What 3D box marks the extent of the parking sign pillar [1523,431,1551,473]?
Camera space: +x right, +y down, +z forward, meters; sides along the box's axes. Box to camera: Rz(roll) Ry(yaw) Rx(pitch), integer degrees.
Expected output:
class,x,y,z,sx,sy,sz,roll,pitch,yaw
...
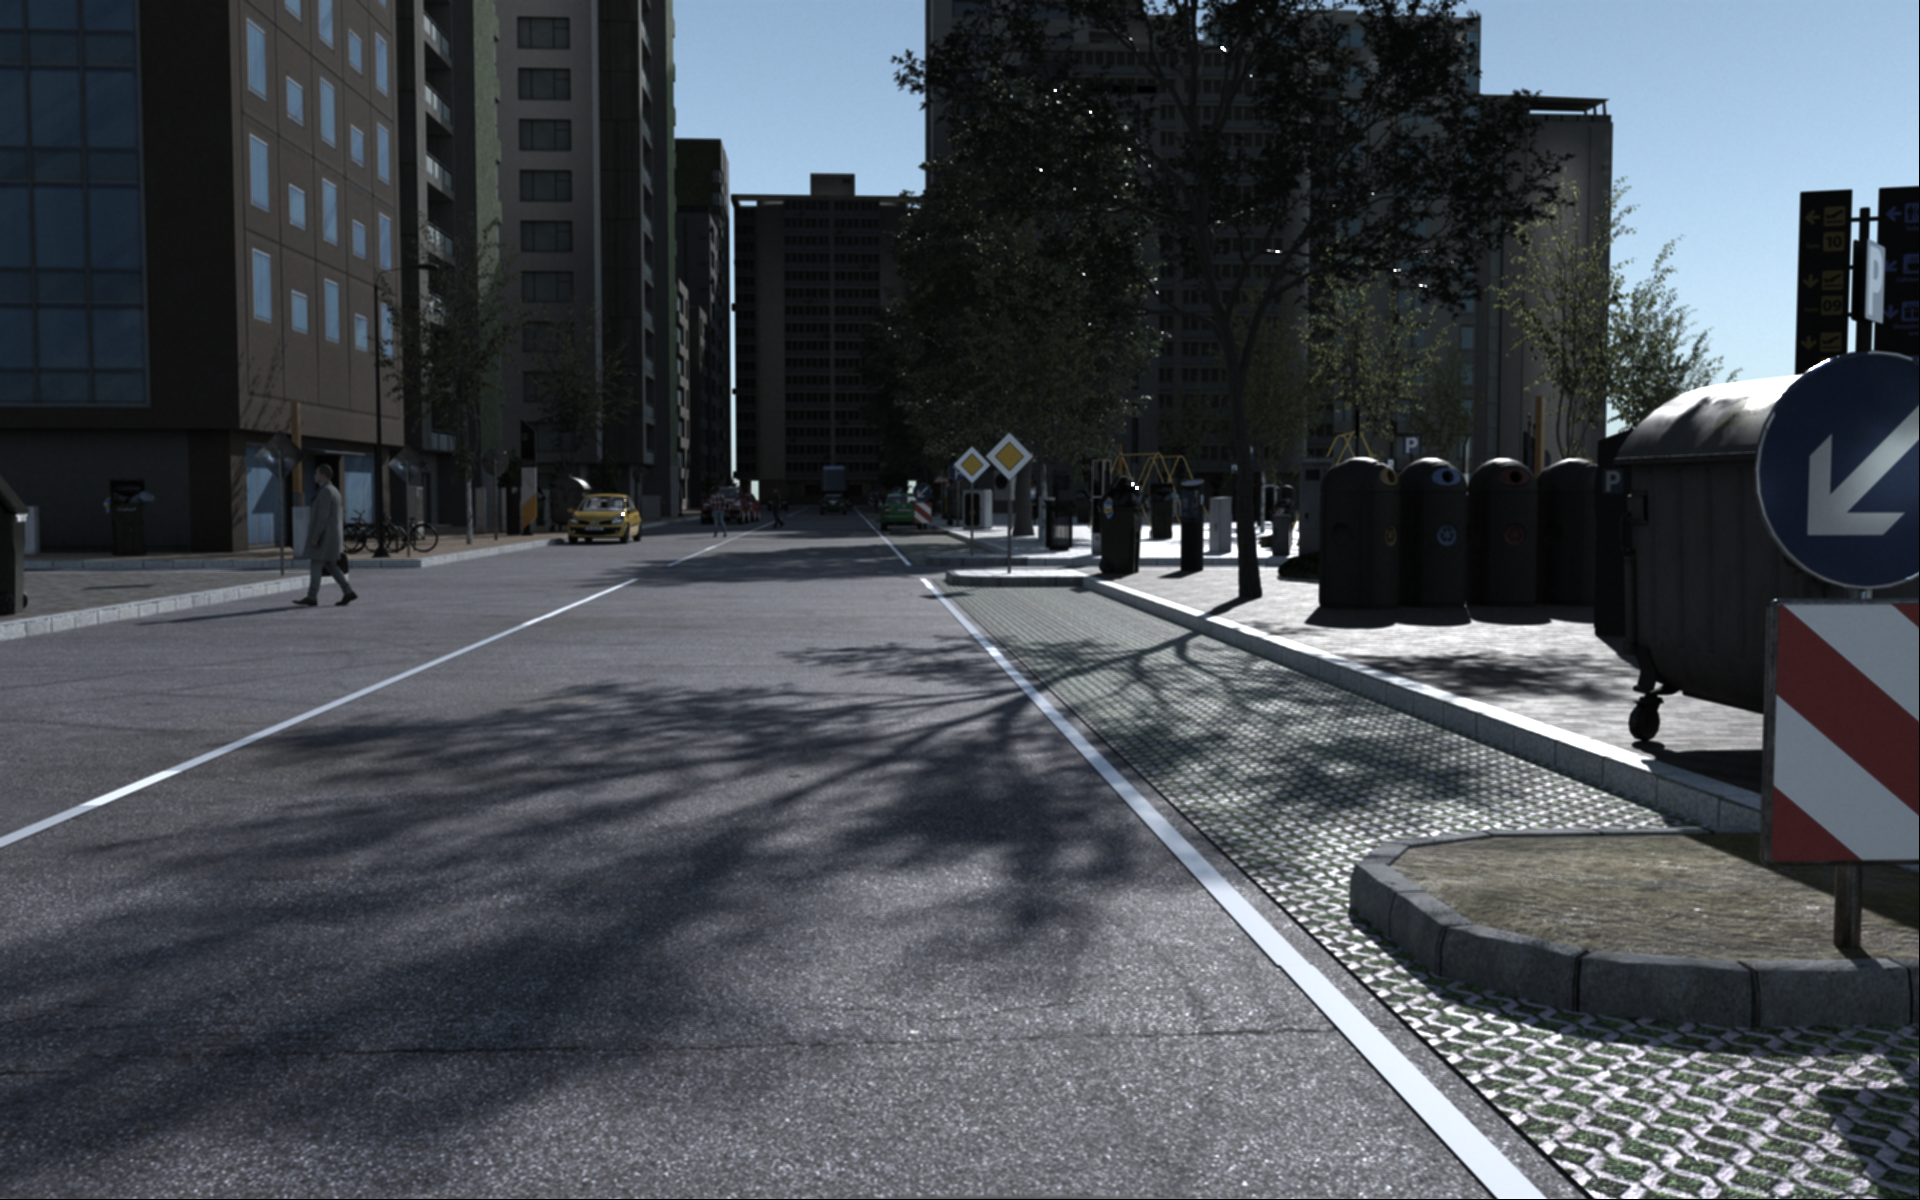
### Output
class,x,y,z,sx,sy,sz,roll,pitch,yaw
parking sign pillar,24.876,-5.268,74.601,1.447,3.967,1.447,-2,4,-24

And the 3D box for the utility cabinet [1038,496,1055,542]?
class,x,y,z,sx,sy,sz,roll,pitch,yaw
utility cabinet,2.330,-2.151,46.323,0.306,1.237,1.020,1,4,13

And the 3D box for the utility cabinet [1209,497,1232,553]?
class,x,y,z,sx,sy,sz,roll,pitch,yaw
utility cabinet,5.770,-1.668,38.430,0.306,1.237,1.020,0,4,-4

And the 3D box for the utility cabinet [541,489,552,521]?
class,x,y,z,sx,sy,sz,roll,pitch,yaw
utility cabinet,-19.346,-4.399,80.604,1.173,1.500,0.318,-1,4,-16

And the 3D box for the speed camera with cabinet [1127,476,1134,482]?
class,x,y,z,sx,sy,sz,roll,pitch,yaw
speed camera with cabinet,7.970,-5.788,88.965,2.038,3.252,0.660,-2,4,-33

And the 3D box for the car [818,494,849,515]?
class,x,y,z,sx,sy,sz,roll,pitch,yaw
car,-8.757,-6.619,120.024,2.131,1.459,4.920,0,4,-3

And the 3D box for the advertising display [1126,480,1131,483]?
class,x,y,z,sx,sy,sz,roll,pitch,yaw
advertising display,7.625,-4.538,79.402,0.123,1.923,0.974,-1,4,-18

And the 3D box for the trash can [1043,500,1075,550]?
class,x,y,z,sx,sy,sz,roll,pitch,yaw
trash can,2.268,-1.713,39.655,0.748,1.137,0.748,0,3,0

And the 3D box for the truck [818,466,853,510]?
class,x,y,z,sx,sy,sz,roll,pitch,yaw
truck,-11.348,-10.309,158.309,2.967,4.110,18.799,0,4,-6

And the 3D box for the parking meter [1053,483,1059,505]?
class,x,y,z,sx,sy,sz,roll,pitch,yaw
parking meter,5.148,-5.353,93.239,0.255,1.863,0.399,-1,4,-8

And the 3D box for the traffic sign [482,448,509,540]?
class,x,y,z,sx,sy,sz,roll,pitch,yaw
traffic sign,-12.920,-2.939,48.158,0.768,2.556,0.104,0,4,1

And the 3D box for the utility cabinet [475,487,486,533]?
class,x,y,z,sx,sy,sz,roll,pitch,yaw
utility cabinet,-15.665,-2.929,56.571,0.318,1.500,1.173,-1,4,-13

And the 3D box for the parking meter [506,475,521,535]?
class,x,y,z,sx,sy,sz,roll,pitch,yaw
parking meter,-13.991,-2.970,54.275,0.399,1.863,0.255,-3,4,-37

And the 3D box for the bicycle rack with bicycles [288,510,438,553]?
class,x,y,z,sx,sy,sz,roll,pitch,yaw
bicycle rack with bicycles,-13.029,-1.525,38.311,2.925,0.926,2.852,0,4,-4

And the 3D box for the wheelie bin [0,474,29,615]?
class,x,y,z,sx,sy,sz,roll,pitch,yaw
wheelie bin,-10.381,-0.647,18.489,0.693,1.594,0.980,-1,4,-17

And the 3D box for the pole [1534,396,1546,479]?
class,x,y,z,sx,sy,sz,roll,pitch,yaw
pole,12.118,-2.592,36.223,0.158,3.312,0.155,0,3,0

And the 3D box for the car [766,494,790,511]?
class,x,y,z,sx,sy,sz,roll,pitch,yaw
car,-15.581,-8.457,148.050,2.009,1.686,4.222,0,4,-6

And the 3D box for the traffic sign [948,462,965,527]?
class,x,y,z,sx,sy,sz,roll,pitch,yaw
traffic sign,-0.082,-4.146,67.895,0.768,2.556,0.104,0,4,5

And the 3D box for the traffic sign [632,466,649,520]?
class,x,y,z,sx,sy,sz,roll,pitch,yaw
traffic sign,-14.612,-4.843,79.282,0.768,2.556,0.104,0,4,-1

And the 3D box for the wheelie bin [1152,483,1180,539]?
class,x,y,z,sx,sy,sz,roll,pitch,yaw
wheelie bin,5.834,-2.566,49.869,0.980,1.594,0.693,0,4,3

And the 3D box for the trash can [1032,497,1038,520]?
class,x,y,z,sx,sy,sz,roll,pitch,yaw
trash can,3.645,-4.634,87.422,0.748,1.137,0.748,0,3,0

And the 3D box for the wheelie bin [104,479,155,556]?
class,x,y,z,sx,sy,sz,roll,pitch,yaw
wheelie bin,-17.338,-1.728,36.164,0.980,1.594,0.693,-2,4,-23

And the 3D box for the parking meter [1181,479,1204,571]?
class,x,y,z,sx,sy,sz,roll,pitch,yaw
parking meter,3.901,-1.265,29.089,0.372,1.533,0.369,0,3,0

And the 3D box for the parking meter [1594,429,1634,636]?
class,x,y,z,sx,sy,sz,roll,pitch,yaw
parking meter,5.998,-0.614,15.754,0.255,1.863,0.399,-2,4,-31

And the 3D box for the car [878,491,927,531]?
class,x,y,z,sx,sy,sz,roll,pitch,yaw
car,-2.256,-3.646,68.405,1.959,1.807,4.718,0,4,-3

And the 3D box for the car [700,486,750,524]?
class,x,y,z,sx,sy,sz,roll,pitch,yaw
car,-11.307,-4.582,83.596,2.281,1.827,5.304,0,4,-2

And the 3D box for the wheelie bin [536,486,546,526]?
class,x,y,z,sx,sy,sz,roll,pitch,yaw
wheelie bin,-17.276,-3.822,70.392,0.980,1.594,0.693,2,4,34

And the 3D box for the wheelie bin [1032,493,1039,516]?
class,x,y,z,sx,sy,sz,roll,pitch,yaw
wheelie bin,4.278,-5.669,100.598,0.693,1.594,0.980,0,4,-4

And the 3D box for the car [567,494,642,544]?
class,x,y,z,sx,sy,sz,roll,pitch,yaw
car,-10.495,-2.508,51.235,2.015,1.641,3.980,0,4,-2

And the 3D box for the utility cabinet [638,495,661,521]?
class,x,y,z,sx,sy,sz,roll,pitch,yaw
utility cabinet,-14.975,-4.429,83.574,1.020,1.237,0.306,0,4,-3

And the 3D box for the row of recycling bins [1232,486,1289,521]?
class,x,y,z,sx,sy,sz,roll,pitch,yaw
row of recycling bins,14.701,-4.670,83.471,3.534,1.692,1.069,-2,4,-29

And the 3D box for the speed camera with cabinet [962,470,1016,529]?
class,x,y,z,sx,sy,sz,roll,pitch,yaw
speed camera with cabinet,1.071,-4.208,63.141,2.038,3.252,0.660,2,4,34

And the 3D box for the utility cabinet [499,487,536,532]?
class,x,y,z,sx,sy,sz,roll,pitch,yaw
utility cabinet,-14.950,-3.049,58.537,1.173,1.500,0.318,-2,4,-30

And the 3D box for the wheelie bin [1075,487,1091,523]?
class,x,y,z,sx,sy,sz,roll,pitch,yaw
wheelie bin,5.464,-4.198,76.549,0.693,1.594,0.980,1,4,11

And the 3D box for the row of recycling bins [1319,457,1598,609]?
class,x,y,z,sx,sy,sz,roll,pitch,yaw
row of recycling bins,5.826,-0.787,19.976,3.534,1.692,1.069,-1,4,-13

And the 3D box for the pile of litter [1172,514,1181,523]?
class,x,y,z,sx,sy,sz,roll,pitch,yaw
pile of litter,9.541,-3.929,78.211,1.719,0.858,1.176,0,4,1

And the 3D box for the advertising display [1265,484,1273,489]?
class,x,y,z,sx,sy,sz,roll,pitch,yaw
advertising display,19.605,-6.489,111.308,0.974,1.923,0.123,0,4,-8

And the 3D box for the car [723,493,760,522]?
class,x,y,z,sx,sy,sz,roll,pitch,yaw
car,-11.449,-4.964,90.199,2.155,1.783,4.494,0,4,-2

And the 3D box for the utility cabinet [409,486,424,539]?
class,x,y,z,sx,sy,sz,roll,pitch,yaw
utility cabinet,-15.391,-2.465,48.975,0.318,1.500,1.173,-1,4,-9

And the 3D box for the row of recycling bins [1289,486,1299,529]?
class,x,y,z,sx,sy,sz,roll,pitch,yaw
row of recycling bins,13.692,-3.356,61.978,3.534,1.692,1.069,-1,4,-21

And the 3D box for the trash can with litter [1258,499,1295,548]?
class,x,y,z,sx,sy,sz,roll,pitch,yaw
trash can with litter,7.525,-1.837,41.427,0.624,1.170,1.055,-2,4,-30

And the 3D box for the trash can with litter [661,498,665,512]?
class,x,y,z,sx,sy,sz,roll,pitch,yaw
trash can with litter,-15.021,-4.547,85.732,0.624,1.170,1.055,0,4,2

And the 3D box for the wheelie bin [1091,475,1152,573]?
class,x,y,z,sx,sy,sz,roll,pitch,yaw
wheelie bin,2.647,-1.247,28.294,0.693,1.594,0.980,1,4,19

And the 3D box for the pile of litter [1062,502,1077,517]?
class,x,y,z,sx,sy,sz,roll,pitch,yaw
pile of litter,6.233,-5.243,99.681,1.176,0.858,1.719,1,4,18

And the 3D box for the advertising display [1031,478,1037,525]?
class,x,y,z,sx,sy,sz,roll,pitch,yaw
advertising display,2.731,-4.018,70.914,0.974,1.923,0.123,-3,4,-36

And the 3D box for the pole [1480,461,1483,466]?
class,x,y,z,sx,sy,sz,roll,pitch,yaw
pole,32.374,-6.962,107.671,0.158,3.312,0.155,0,3,0
